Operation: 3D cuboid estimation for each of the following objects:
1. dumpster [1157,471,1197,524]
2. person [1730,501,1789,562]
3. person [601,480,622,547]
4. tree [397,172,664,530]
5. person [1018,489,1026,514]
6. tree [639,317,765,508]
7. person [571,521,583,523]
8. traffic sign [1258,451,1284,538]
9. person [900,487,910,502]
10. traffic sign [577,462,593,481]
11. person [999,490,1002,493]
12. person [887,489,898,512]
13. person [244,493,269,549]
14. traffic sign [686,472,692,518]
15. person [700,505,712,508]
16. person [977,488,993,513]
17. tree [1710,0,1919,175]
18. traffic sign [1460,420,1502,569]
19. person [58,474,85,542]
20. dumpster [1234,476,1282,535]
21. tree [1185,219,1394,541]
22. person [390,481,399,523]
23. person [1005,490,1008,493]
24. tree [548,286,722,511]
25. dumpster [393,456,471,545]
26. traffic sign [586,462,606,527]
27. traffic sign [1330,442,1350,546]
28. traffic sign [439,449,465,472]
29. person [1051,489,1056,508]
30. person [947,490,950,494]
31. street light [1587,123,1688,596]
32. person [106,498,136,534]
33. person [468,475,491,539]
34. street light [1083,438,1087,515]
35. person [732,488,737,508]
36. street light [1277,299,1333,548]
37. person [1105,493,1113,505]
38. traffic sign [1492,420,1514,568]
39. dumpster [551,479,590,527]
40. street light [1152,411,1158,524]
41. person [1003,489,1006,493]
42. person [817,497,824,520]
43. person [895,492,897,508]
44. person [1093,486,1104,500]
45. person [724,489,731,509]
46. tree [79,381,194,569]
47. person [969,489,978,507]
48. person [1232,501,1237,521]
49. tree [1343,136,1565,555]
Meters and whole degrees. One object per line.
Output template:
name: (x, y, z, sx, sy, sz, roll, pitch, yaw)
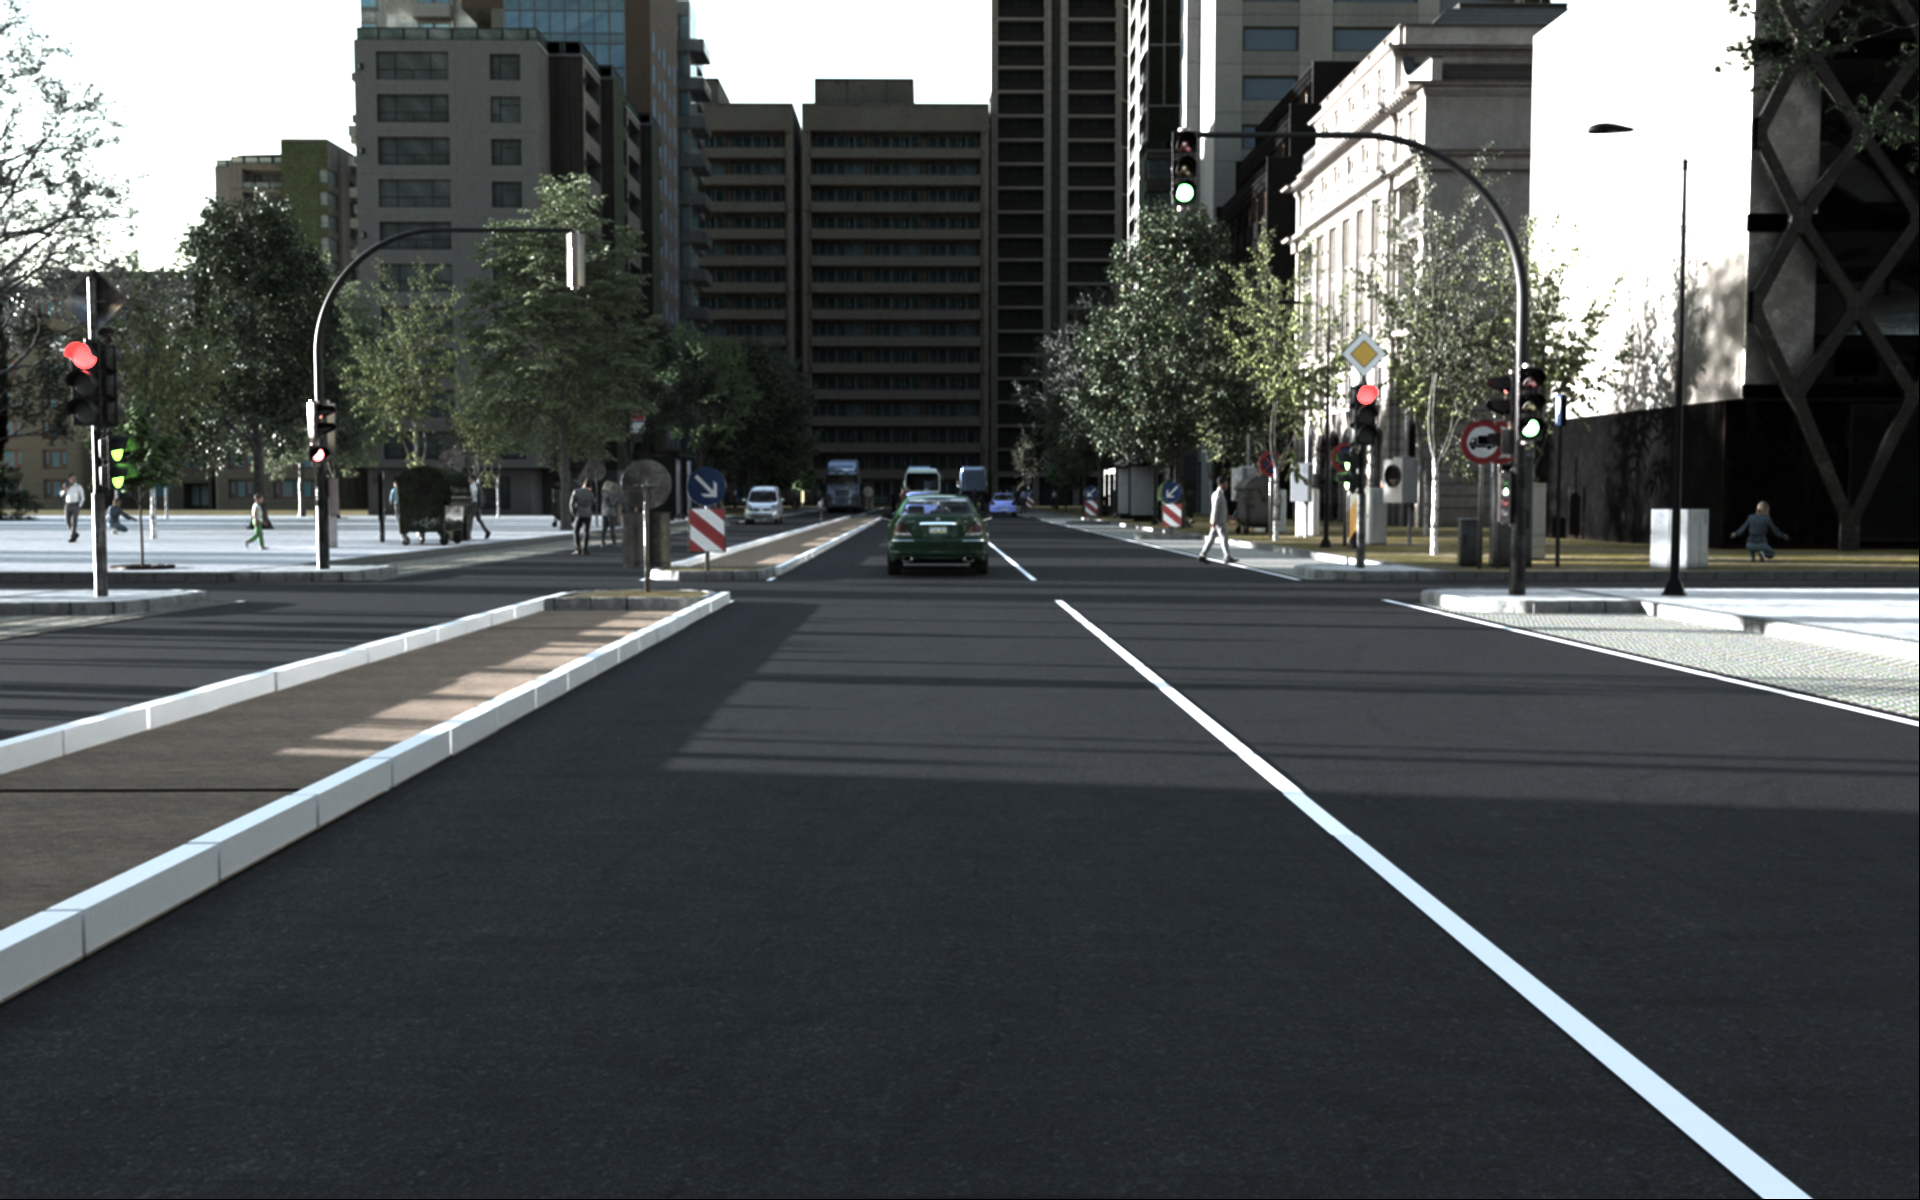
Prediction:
dumpster: (9.469, -4.469, 75.554, 1.502, 2.255, 1.985, 0, 4, -1)
person: (15.130, -1.308, 32.920, 1.012, 1.151, 0.738, 3, 5, 42)
person: (-9.413, -2.319, 46.594, 0.526, 1.800, 0.537, -2, 4, -27)
tree: (-14.175, -8.758, 61.316, 7.486, 12.596, 7.792, 0, 3, 0)
person: (4.549, -7.254, 126.968, 0.709, 1.838, 0.599, -3, 5, -39)
tree: (-15.584, -10.863, 103.369, 9.928, 11.665, 9.643, 0, 3, 0)
person: (-17.090, -4.372, 77.326, 0.655, 1.846, 0.447, 2, 4, 24)
traffic sign: (9.104, -3.098, 50.751, 0.768, 2.556, 0.104, 0, 4, 2)
person: (-2.955, -5.261, 94.487, 0.573, 1.828, 0.580, 3, 5, 42)
traffic sign: (-14.980, -4.257, 69.613, 0.884, 2.594, 0.081, 0, 4, 8)
person: (3.147, -7.865, 137.642, 0.434, 1.755, 0.990, 2, 4, 34)
person: (-5.373, -8.000, 139.434, 0.705, 1.807, 1.348, 2, 4, 32)
person: (-16.266, -1.818, 40.022, 0.590, 1.304, 0.306, -3, 5, -44)
traffic sign: (-14.452, -5.598, 91.637, 0.768, 2.556, 0.104, 0, 4, 1)
person: (-10.538, -3.832, 71.554, 0.834, 1.777, 0.661, -2, 4, -34)
person: (1.732, -6.303, 111.564, 1.348, 1.822, 0.705, 0, 4, -3)
tree: (9.806, -4.767, 12.347, 8.767, 10.594, 7.601, 2, 4, 29)
traffic sign: (8.931, -1.810, 29.699, 0.768, 2.556, 0.104, 0, 4, 0)
person: (-23.805, -2.462, 46.397, 0.679, 1.850, 0.850, 0, 4, -7)
dumpster: (9.556, -3.041, 55.478, 1.264, 1.857, 1.865, 0, 4, -1)
tree: (8.877, -5.917, 47.101, 4.737, 8.622, 4.395, 0, 3, 0)
person: (-24.784, -4.302, 76.251, 0.638, 1.841, 0.748, 0, 4, 1)
person: (3.580, -7.739, 135.767, 0.721, 1.736, 1.217, -1, 4, -20)
tree: (-14.341, -8.656, 75.940, 8.767, 10.594, 7.601, 0, 4, 7)
dumpster: (-13.429, -2.542, 44.051, 1.502, 2.255, 1.985, 0, 4, -1)
traffic sign: (-14.232, -4.139, 67.775, 0.768, 2.556, 0.104, 0, 3, 0)
traffic sign: (9.426, -2.584, 42.362, 0.768, 2.556, 0.104, 0, 3, 0)
traffic sign: (-14.305, -2.972, 48.692, 0.768, 2.556, 0.104, 0, 4, 1)
person: (8.580, -9.294, 158.930, 0.436, 1.711, 0.756, -1, 4, -20)
person: (-0.919, -9.072, 157.281, 0.683, 1.767, 0.568, -3, 5, -42)
street light: (8.552, -3.017, 21.863, 1.470, 5.913, 1.316, 0, 4, -1)
person: (-27.229, -2.711, 55.871, 1.012, 1.151, 0.738, 1, 4, 16)
person: (-13.771, -2.637, 49.252, 0.850, 1.850, 0.679, 0, 4, 7)
street light: (7.098, -8.099, 104.964, 1.470, 5.913, 1.316, 0, 4, -1)
person: (-21.274, -9.584, 162.605, 0.599, 1.838, 0.709, 1, 4, 8)
street light: (8.261, -4.217, 41.493, 1.470, 5.913, 1.316, 0, 4, -1)
person: (13.593, -9.186, 159.497, 1.065, 1.426, 0.557, 2, 4, 28)
traffic sign: (9.314, -1.823, 29.912, 0.768, 2.556, 0.104, 1, 4, 8)
dumpster: (-15.285, -3.806, 67.994, 1.264, 1.857, 1.865, 0, 4, -1)
street light: (7.723, -6.158, 73.229, 1.470, 5.913, 1.316, 0, 4, -1)
person: (4.113, -9.351, 161.013, 1.348, 1.869, 0.705, -3, 5, -41)
person: (-7.768, -5.108, 96.695, 0.352, 1.250, 0.332, -3, 5, -40)
person: (-6.603, -10.202, 176.778, 0.415, 1.643, 0.593, -1, 4, -10)
person: (9.406, -6.942, 119.633, 1.348, 1.812, 0.705, 2, 4, 23)
person: (-20.510, -8.920, 152.811, 0.541, 1.710, 0.530, 0, 4, -4)
tree: (-14.049, -2.150, 29.761, 1.663, 3.219, 1.824, 0, 3, 0)
person: (0.846, -6.597, 116.804, 0.683, 1.767, 0.568, -2, 4, -30)
person: (13.205, -4.621, 81.936, 0.721, 1.781, 0.623, -1, 4, -10)
tree: (10.262, -5.256, 36.305, 4.360, 8.622, 3.978, 0, 3, 0)
